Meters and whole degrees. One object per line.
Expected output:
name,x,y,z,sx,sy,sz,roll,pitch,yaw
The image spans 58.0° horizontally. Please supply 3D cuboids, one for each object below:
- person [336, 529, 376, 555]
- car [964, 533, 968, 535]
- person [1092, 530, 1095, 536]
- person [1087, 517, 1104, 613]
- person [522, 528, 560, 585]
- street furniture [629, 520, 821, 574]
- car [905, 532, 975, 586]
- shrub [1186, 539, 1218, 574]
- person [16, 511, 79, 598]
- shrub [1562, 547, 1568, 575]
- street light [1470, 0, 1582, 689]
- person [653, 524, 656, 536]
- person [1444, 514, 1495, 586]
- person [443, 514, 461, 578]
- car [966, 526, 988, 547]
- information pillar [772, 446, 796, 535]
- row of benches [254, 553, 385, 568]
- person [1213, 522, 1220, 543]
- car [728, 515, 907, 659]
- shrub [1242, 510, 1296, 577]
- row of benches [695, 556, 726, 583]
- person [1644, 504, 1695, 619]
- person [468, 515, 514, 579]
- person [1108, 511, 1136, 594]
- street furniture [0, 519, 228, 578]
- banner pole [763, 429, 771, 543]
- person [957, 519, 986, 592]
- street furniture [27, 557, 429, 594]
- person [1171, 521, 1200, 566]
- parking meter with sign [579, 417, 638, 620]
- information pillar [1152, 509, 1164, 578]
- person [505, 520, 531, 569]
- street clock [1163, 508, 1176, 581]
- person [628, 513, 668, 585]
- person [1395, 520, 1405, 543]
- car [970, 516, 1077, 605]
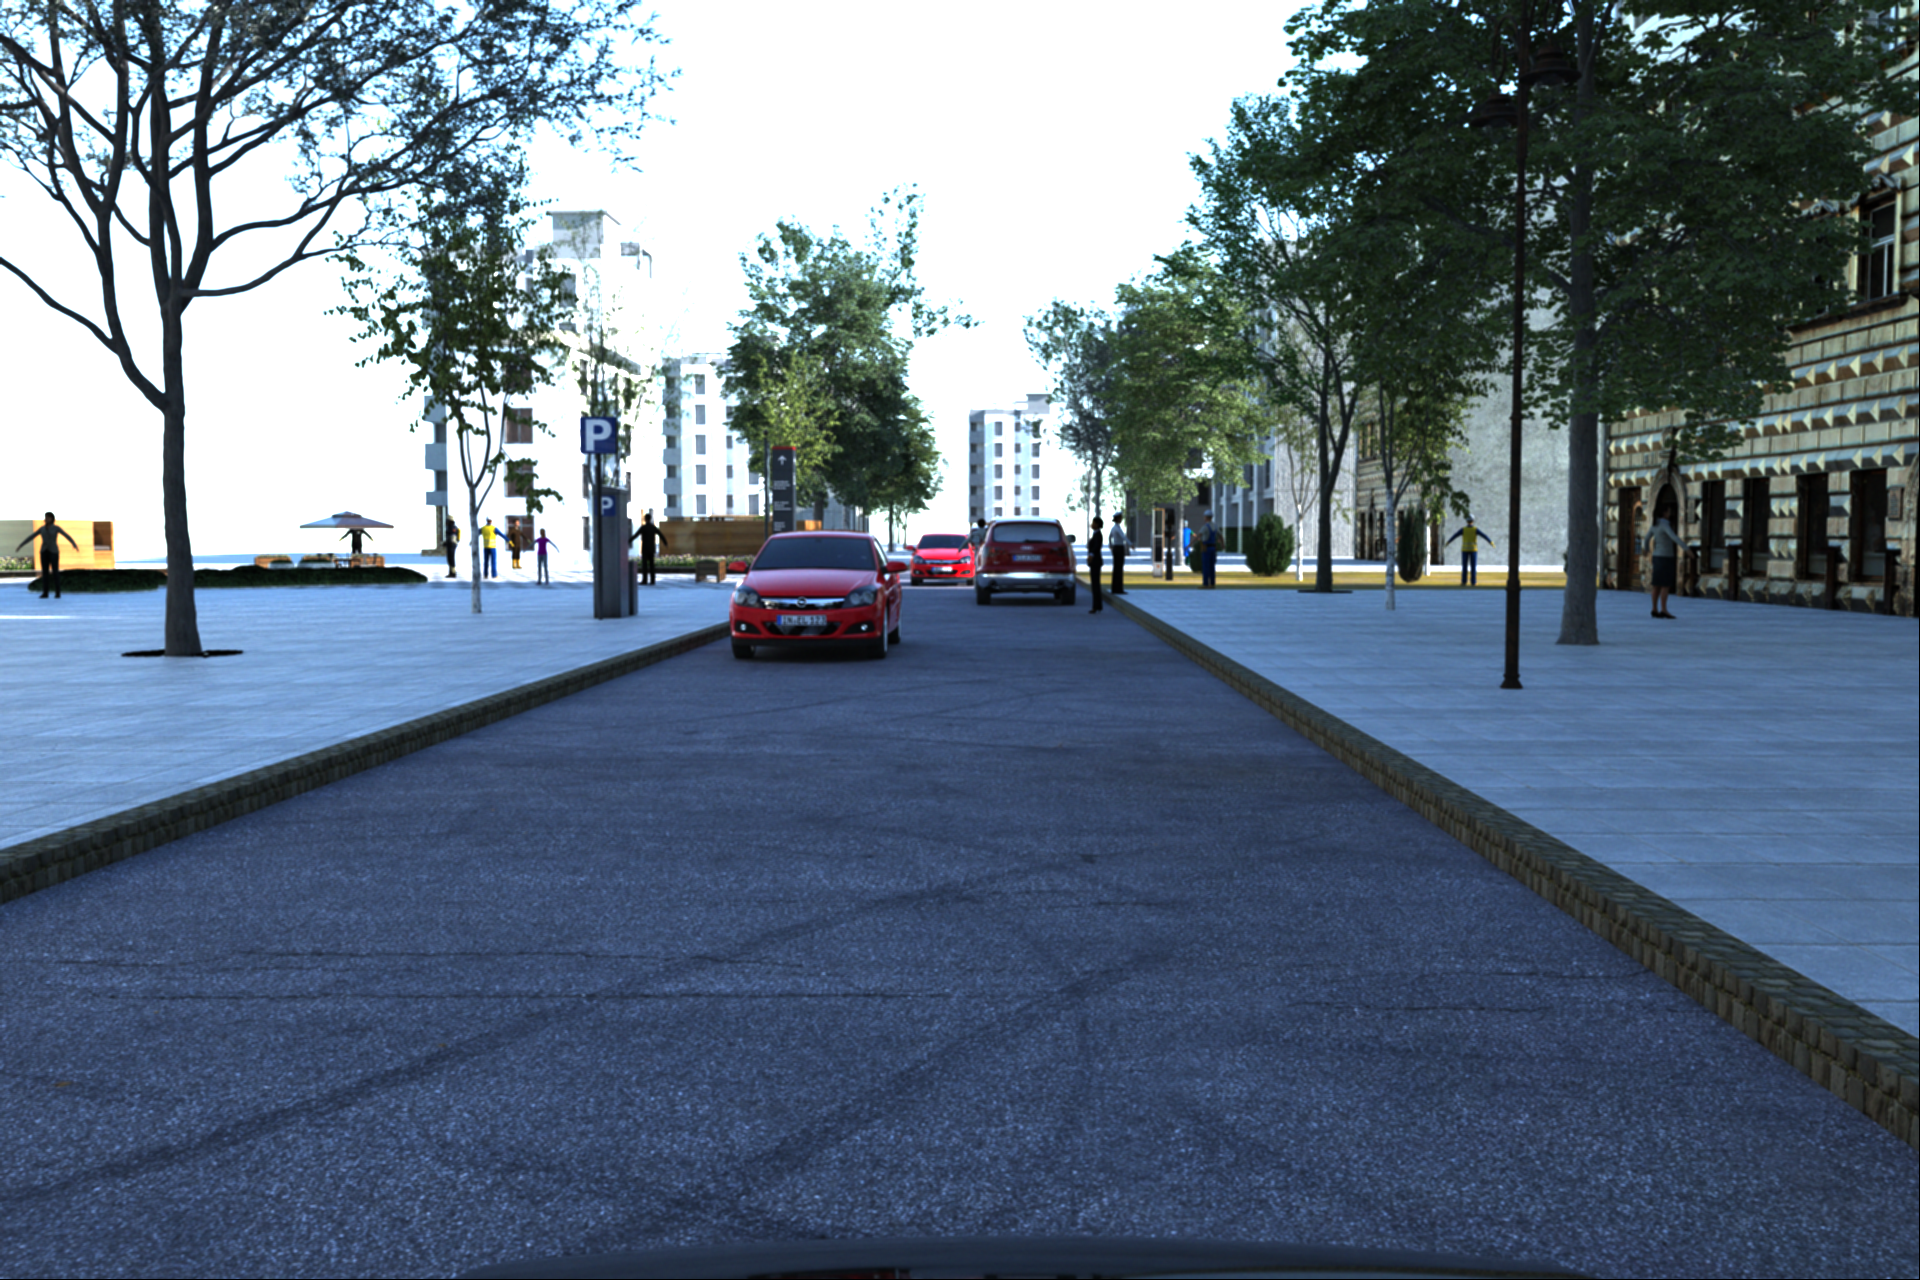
person,-21.314,-3.379,61.179,1.347,1.837,0.705,0,4,-5
car,0.676,-6.831,121.286,1.945,1.707,3.694,0,4,1
person,6.166,-4.480,79.440,0.705,1.806,1.347,0,4,-3
person,2.392,-1.361,31.426,0.721,1.740,1.216,0,4,7
person,-10.572,-2.110,43.773,0.991,1.433,0.599,0,4,7
street furniture,-8.729,-3.165,58.609,9.812,1.723,11.010,1,4,11
car,-0.450,-2.459,49.244,2.155,1.783,4.494,0,4,1
shrub,7.767,-2.716,55.527,1.383,1.207,1.383,0,3,0
person,-18.268,-1.709,34.699,1.215,1.744,0.721,0,4,-3
shrub,17.889,-2.381,50.051,1.383,1.207,1.383,0,3,0
street light,4.589,-2.535,14.236,0.468,5.910,1.993,0,4,2
person,-13.779,-4.297,77.065,0.721,1.733,1.217,-2,4,-25
person,12.736,-2.253,43.299,1.216,1.772,0.721,1,4,17
person,-14.965,-2.755,50.826,0.705,1.856,1.354,-2,4,-25
car,1.206,-4.226,77.775,2.281,1.827,5.304,0,4,2
information pillar,-5.219,-3.796,51.438,0.750,3.857,0.750,0,4,2
row of benches,-20.831,-2.487,56.132,4.104,0.672,1.422,-2,4,-26
person,10.677,-4.116,73.563,0.705,1.796,1.348,-2,4,-28
car,-1.698,-0.749,21.283,2.155,1.783,4.494,0,4,1
shrub,9.300,-2.915,52.082,1.690,2.028,1.600,0,3,0
row of benches,-6.858,-1.971,47.696,1.422,0.672,4.104,0,4,-5
person,10.777,-1.197,26.400,0.721,1.735,1.217,-1,4,-11
person,-13.558,-2.692,49.979,1.349,1.833,0.705,0,4,5
person,3.455,-1.873,37.084,0.721,1.778,1.216,-1,4,-19
street furniture,-30.134,-2.901,54.288,9.812,1.723,11.010,2,4,30
banner pole,-4.636,-3.164,41.756,0.401,3.779,0.863,0,4,3
person,0.543,-2.075,42.566,1.347,1.806,0.705,1,4,18
street furniture,-18.047,-1.636,42.372,5.734,0.657,10.072,3,4,37
person,9.000,-3.863,69.289,1.347,1.817,0.704,-1,4,-9
parking meter with sign,-5.351,-1.859,26.649,0.543,3.016,1.738,0,4,2
information pillar,5.821,-2.838,50.901,0.304,2.012,0.304,0,4,1
person,-16.200,-3.497,63.310,0.704,1.812,1.346,2,4,25
street clock,5.785,-2.646,47.831,0.358,2.002,0.471,0,4,2
person,-7.904,-2.297,43.787,1.346,1.802,0.704,-3,5,-44
person,16.440,-3.523,63.742,1.345,1.843,0.704,-3,4,-39
car,1.355,-1.712,36.659,2.281,1.827,5.304,0,4,1
